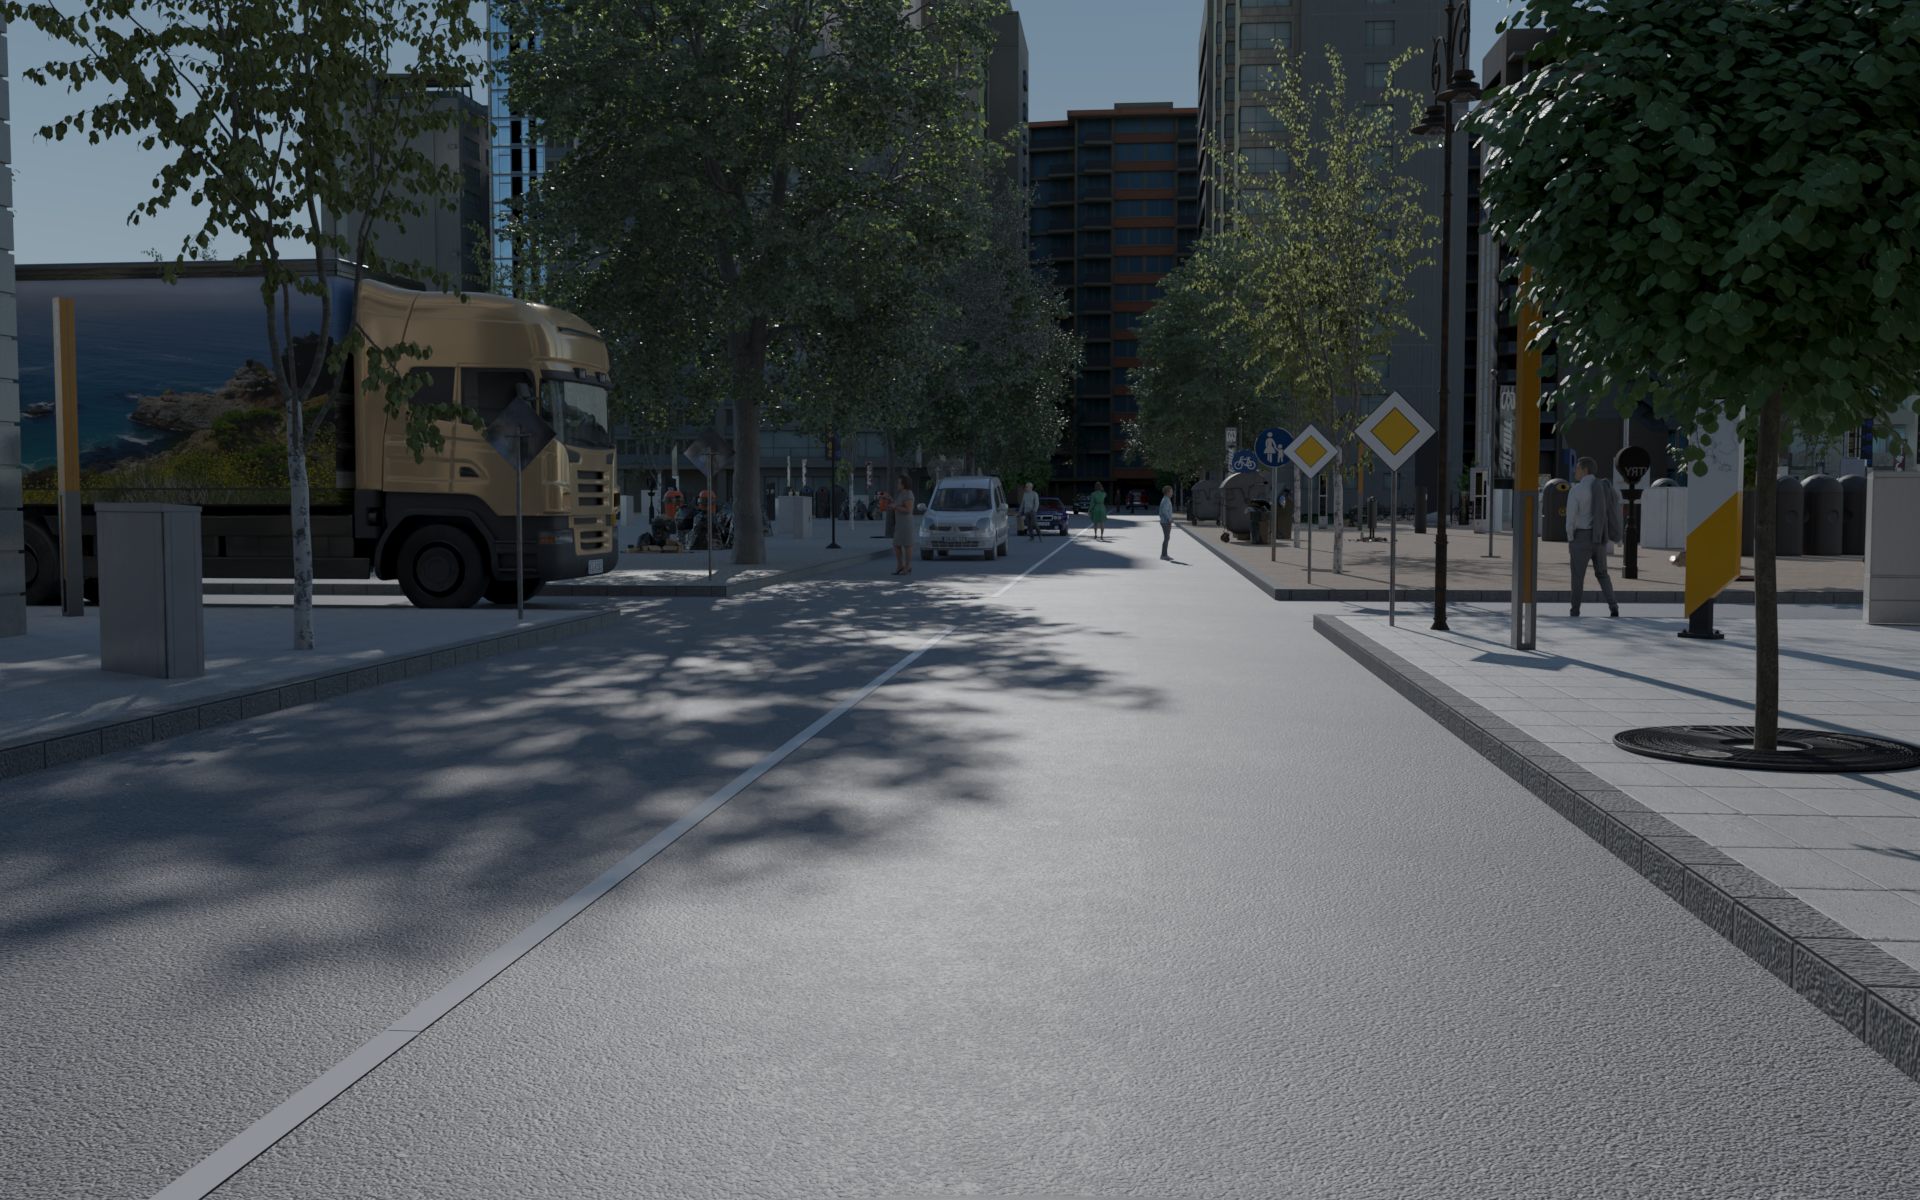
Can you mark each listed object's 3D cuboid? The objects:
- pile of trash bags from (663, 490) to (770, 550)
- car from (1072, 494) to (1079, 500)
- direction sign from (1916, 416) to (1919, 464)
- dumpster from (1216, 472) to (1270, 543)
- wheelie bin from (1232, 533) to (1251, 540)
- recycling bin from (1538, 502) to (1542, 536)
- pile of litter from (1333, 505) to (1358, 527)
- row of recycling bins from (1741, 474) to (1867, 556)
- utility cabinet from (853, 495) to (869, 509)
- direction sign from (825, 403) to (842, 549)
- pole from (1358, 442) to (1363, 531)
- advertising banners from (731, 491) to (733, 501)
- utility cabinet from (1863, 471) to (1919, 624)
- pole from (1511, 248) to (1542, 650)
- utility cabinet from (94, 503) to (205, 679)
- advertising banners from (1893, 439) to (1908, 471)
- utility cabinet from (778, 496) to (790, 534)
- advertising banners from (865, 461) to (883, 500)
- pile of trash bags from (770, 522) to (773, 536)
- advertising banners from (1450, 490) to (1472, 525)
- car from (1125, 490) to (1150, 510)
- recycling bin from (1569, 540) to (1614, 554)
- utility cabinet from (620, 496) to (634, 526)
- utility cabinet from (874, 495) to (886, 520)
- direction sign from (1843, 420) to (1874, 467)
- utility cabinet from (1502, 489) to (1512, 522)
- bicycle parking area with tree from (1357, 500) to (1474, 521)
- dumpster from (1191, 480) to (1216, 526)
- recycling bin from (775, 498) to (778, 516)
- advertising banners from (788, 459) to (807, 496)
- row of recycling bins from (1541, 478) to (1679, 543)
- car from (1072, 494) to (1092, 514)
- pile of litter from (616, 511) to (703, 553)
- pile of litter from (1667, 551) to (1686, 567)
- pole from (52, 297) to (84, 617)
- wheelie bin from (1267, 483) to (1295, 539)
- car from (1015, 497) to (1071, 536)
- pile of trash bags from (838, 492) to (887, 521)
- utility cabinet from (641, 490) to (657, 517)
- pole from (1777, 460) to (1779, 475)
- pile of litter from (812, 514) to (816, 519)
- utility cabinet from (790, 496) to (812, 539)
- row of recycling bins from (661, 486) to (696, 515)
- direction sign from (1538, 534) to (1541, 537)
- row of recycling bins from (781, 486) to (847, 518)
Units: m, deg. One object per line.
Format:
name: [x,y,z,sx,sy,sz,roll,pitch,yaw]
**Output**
pile of trash bags: [-5.855,-1.930,41.307,1.912,1.369,3.447,-1,4,-16]
car: [10.261,-8.094,142.561,2.015,1.641,3.980,0,4,5]
direction sign: [25.161,-3.232,44.837,0.379,3.537,0.876,-2,4,-24]
dumpster: [7.574,-2.466,46.082,1.264,1.857,1.865,0,4,6]
wheelie bin: [8.317,-2.630,50.912,0.980,1.594,0.693,-1,4,-11]
recycling bin: [17.930,-2.525,53.830,0.722,1.027,0.722,3,5,43]
pile of litter: [15.192,-3.295,67.846,1.176,0.858,1.719,2,4,23]
row of recycling bins: [17.572,-1.781,36.235,3.534,1.692,1.069,-1,4,-14]
utility cabinet: [-5.603,-5.232,96.711,1.020,1.237,0.306,2,4,28]
direction sign: [-2.984,-2.983,40.769,0.379,3.537,0.876,1,4,18]
pole: [14.056,-4.093,60.769,0.158,3.312,0.155,0,3,0]
advertising banners: [-9.470,-4.725,73.443,0.090,3.025,2.074,0,4,4]
utility cabinet: [9.507,-0.503,16.896,1.173,1.500,0.318,1,4,17]
pole: [4.664,-1.248,14.242,0.158,3.312,0.155,0,3,0]
utility cabinet: [-5.789,-0.075,12.389,1.020,1.237,0.306,3,5,40]
advertising banners: [29.548,-3.638,55.663,0.090,3.025,2.074,-1,4,-18]
utility cabinet: [-5.370,-2.705,55.395,1.020,1.237,0.306,3,5,42]
advertising banners: [-4.303,-5.896,92.580,2.074,3.025,0.090,-3,5,-44]
pile of trash bags: [-7.387,-2.577,51.890,3.447,1.369,1.912,-3,5,-44]
advertising banners: [20.027,-4.583,71.113,2.074,3.025,0.090,-1,4,-9]
car: [16.322,-9.229,159.561,2.281,1.827,5.304,0,4,6]
recycling bin: [13.576,-1.509,37.227,0.722,1.027,0.722,0,4,-5]
utility cabinet: [-13.510,-3.617,70.298,0.306,1.237,1.020,-2,4,-25]
utility cabinet: [-3.760,-4.601,86.390,1.020,1.237,0.306,0,4,4]
direction sign: [26.438,-3.612,51.051,0.379,3.537,0.876,-2,4,-33]
utility cabinet: [24.916,-4.348,79.771,0.318,1.500,1.173,-2,4,-33]
bicycle parking area with tree: [23.187,-6.017,85.385,9.016,4.147,8.231,2,4,25]
dumpster: [10.008,-3.936,70.105,1.264,1.857,1.865,0,4,6]
recycling bin: [-10.146,-5.328,99.672,0.722,1.027,0.722,-3,5,-40]
advertising banners: [-8.178,-5.571,87.273,0.090,3.025,2.074,-2,4,-32]
row of recycling bins: [17.363,-2.395,46.270,3.534,1.692,1.069,2,4,29]
car: [9.028,-6.981,123.923,2.009,1.686,4.222,0,4,7]
pile of litter: [-6.517,-1.456,37.772,1.719,0.858,1.176,1,4,15]
pile of litter: [13.206,-1.037,30.917,1.719,0.858,1.176,-3,5,-42]
pole: [-9.314,-1.483,18.085,0.158,3.312,0.155,0,3,0]
wheelie bin: [9.187,-2.556,49.698,0.693,1.594,0.980,-1,4,-18]
car: [2.903,-2.932,60.512,1.945,1.354,3.894,0,4,4]
pile of trash bags: [-4.432,-4.539,83.965,1.912,1.369,3.447,-3,4,-37]
utility cabinet: [-17.205,-5.382,96.668,1.173,1.500,0.318,2,4,24]
pole: [23.044,-3.375,49.025,0.158,3.312,0.155,0,3,0]
pile of litter: [-8.163,-4.685,90.563,1.719,0.858,1.176,-1,4,-22]
utility cabinet: [-4.526,-2.372,49.949,0.306,1.237,1.020,1,4,10]
row of recycling bins: [-13.846,-4.769,85.082,1.069,1.692,3.534,1,4,13]
direction sign: [17.215,-3.658,51.804,0.379,3.537,0.876,1,4,11]
row of recycling bins: [-7.828,-5.241,92.800,3.534,1.692,1.069,-1,4,-10]
